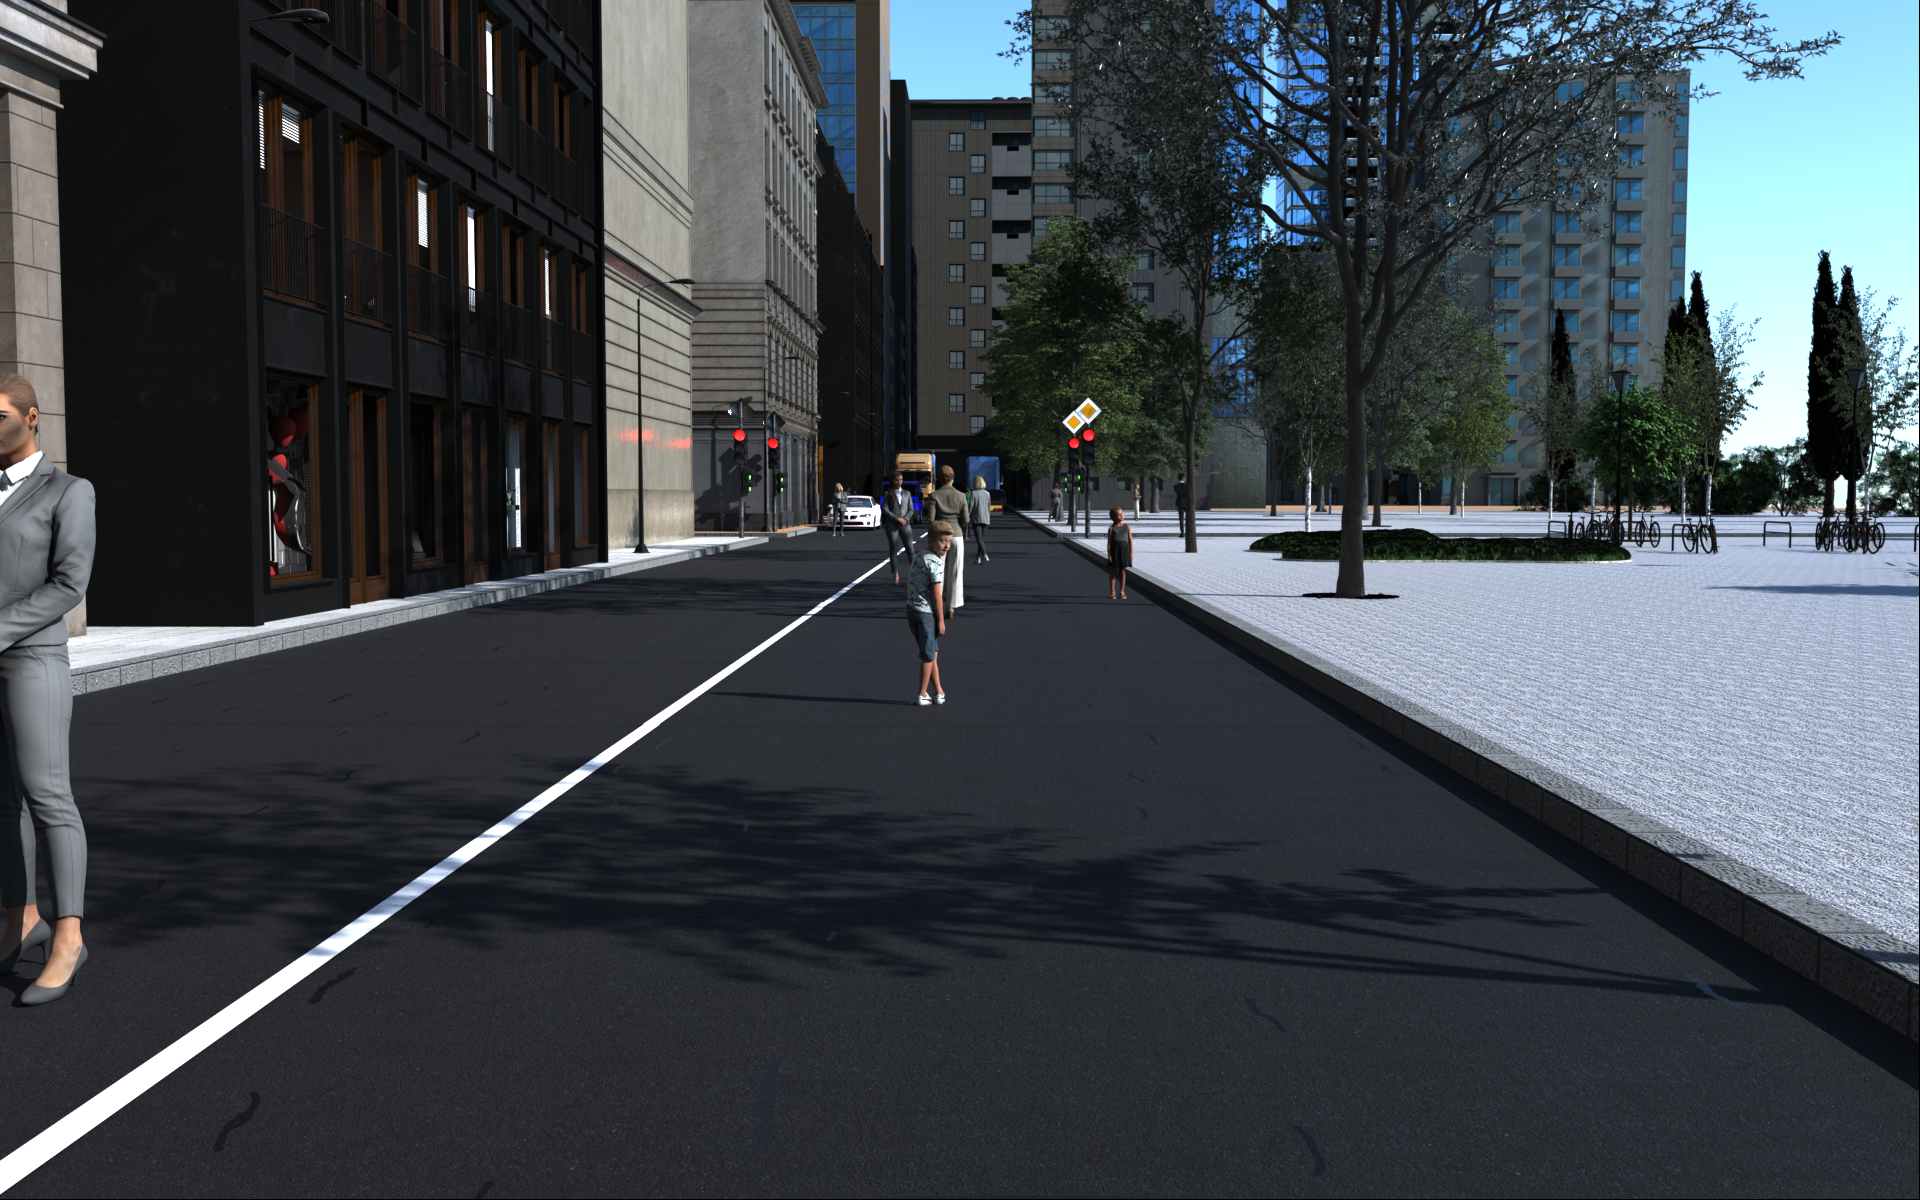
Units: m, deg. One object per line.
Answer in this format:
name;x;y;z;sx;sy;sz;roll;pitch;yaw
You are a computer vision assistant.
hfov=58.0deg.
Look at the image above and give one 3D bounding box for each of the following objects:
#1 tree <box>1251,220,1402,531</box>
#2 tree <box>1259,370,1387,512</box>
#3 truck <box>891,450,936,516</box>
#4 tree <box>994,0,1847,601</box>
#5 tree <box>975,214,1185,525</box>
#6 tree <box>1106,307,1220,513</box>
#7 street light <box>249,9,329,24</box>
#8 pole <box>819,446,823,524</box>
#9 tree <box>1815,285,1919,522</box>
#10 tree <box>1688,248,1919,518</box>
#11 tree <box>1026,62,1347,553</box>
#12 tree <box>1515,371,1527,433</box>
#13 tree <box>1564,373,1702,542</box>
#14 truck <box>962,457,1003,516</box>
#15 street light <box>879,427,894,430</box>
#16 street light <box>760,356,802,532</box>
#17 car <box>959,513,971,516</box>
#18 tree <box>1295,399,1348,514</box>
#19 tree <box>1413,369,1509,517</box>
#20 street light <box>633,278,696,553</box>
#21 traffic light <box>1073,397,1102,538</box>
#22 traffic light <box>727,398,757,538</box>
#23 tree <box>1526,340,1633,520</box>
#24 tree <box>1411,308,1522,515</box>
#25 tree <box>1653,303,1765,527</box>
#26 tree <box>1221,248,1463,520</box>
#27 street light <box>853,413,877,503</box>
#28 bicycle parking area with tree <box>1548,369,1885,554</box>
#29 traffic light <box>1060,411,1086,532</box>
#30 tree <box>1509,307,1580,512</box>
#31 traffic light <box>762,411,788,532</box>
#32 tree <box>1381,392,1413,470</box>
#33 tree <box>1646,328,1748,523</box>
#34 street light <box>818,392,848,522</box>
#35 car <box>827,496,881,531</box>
tree;9.847;-5.953;47.700;4.360;8.622;3.978;0;3;0
tree;25.607;-12.581;122.707;9.611;12.733;9.660;0;3;0
truck;-2.921;-7.601;113.183;2.839;4.237;11.283;0;3;0
tree;4.940;-6.761;20.911;12.009;13.543;11.850;0;3;0
tree;4.488;-9.368;71.288;7.486;12.596;7.792;0;3;0
tree;13.082;-12.836;116.525;9.857;13.997;8.962;0;3;0
street light;-6.746;-2.705;16.761;1.470;5.913;1.316;0;4;1
pole;-5.879;-4.850;73.146;0.158;3.312;0.155;0;3;0
tree;31.859;-6.736;60.491;4.360;8.622;3.978;0;3;0
tree;48.305;-12.155;100.550;13.155;14.587;18.604;-3;5;-42
tree;4.761;-6.303;37.473;7.601;10.594;8.767;-2;4;-32
tree;30.741;-8.492;89.206;4.360;8.622;3.978;0;3;0
tree;18.150;-3.871;47.003;4.285;4.588;4.351;0;3;0
truck;1.585;-7.851;118.126;2.967;4.110;18.799;0;4;0
street light;-5.272;-9.045;120.430;1.470;5.913;1.316;0;4;1
street light;-6.024;-5.248;58.348;1.470;5.913;1.316;0;4;1
car;0.644;-5.617;102.064;2.015;1.641;3.980;0;4;-1
tree;23.274;-9.755;109.862;4.737;8.622;4.395;0;3;0
tree;28.426;-8.967;96.975;4.737;8.622;4.395;0;3;0
street light;-6.384;-3.970;37.453;1.470;5.913;1.316;0;4;1
traffic light;3.702;-3.758;50.356;0.839;4.253;0.868;0;4;1
traffic light;-6.359;-3.765;50.476;0.839;4.253;0.868;0;4;1
tree;30.259;-8.114;83.028;4.360;8.622;3.978;0;3;0
tree;30.784;-11.517;106.422;7.486;12.596;7.792;0;3;0
tree;29.241;-7.169;67.578;4.360;8.622;3.978;0;3;0
tree;19.591;-10.877;84.494;9.857;13.997;8.962;0;3;0
street light;-5.586;-7.780;99.737;1.470;5.913;1.316;0;4;1
bicycle parking area with tree;17.993;-3.255;40.222;8.231;4.147;9.016;1;4;20
traffic light;3.809;-4.246;58.341;0.839;4.253;0.868;0;4;1
tree;47.817;-13.506;122.646;18.604;14.587;13.155;2;4;31
traffic light;-6.252;-4.253;58.460;0.839;4.253;0.868;0;4;1
tree;30.280;-10.037;114.466;4.737;8.622;4.395;0;3;0
tree;32.031;-7.697;76.210;4.737;8.622;4.395;0;3;0
street light;-5.780;-6.514;79.042;1.470;5.913;1.316;0;4;1
car;-4.180;-3.469;69.075;2.083;1.381;4.827;0;4;2
